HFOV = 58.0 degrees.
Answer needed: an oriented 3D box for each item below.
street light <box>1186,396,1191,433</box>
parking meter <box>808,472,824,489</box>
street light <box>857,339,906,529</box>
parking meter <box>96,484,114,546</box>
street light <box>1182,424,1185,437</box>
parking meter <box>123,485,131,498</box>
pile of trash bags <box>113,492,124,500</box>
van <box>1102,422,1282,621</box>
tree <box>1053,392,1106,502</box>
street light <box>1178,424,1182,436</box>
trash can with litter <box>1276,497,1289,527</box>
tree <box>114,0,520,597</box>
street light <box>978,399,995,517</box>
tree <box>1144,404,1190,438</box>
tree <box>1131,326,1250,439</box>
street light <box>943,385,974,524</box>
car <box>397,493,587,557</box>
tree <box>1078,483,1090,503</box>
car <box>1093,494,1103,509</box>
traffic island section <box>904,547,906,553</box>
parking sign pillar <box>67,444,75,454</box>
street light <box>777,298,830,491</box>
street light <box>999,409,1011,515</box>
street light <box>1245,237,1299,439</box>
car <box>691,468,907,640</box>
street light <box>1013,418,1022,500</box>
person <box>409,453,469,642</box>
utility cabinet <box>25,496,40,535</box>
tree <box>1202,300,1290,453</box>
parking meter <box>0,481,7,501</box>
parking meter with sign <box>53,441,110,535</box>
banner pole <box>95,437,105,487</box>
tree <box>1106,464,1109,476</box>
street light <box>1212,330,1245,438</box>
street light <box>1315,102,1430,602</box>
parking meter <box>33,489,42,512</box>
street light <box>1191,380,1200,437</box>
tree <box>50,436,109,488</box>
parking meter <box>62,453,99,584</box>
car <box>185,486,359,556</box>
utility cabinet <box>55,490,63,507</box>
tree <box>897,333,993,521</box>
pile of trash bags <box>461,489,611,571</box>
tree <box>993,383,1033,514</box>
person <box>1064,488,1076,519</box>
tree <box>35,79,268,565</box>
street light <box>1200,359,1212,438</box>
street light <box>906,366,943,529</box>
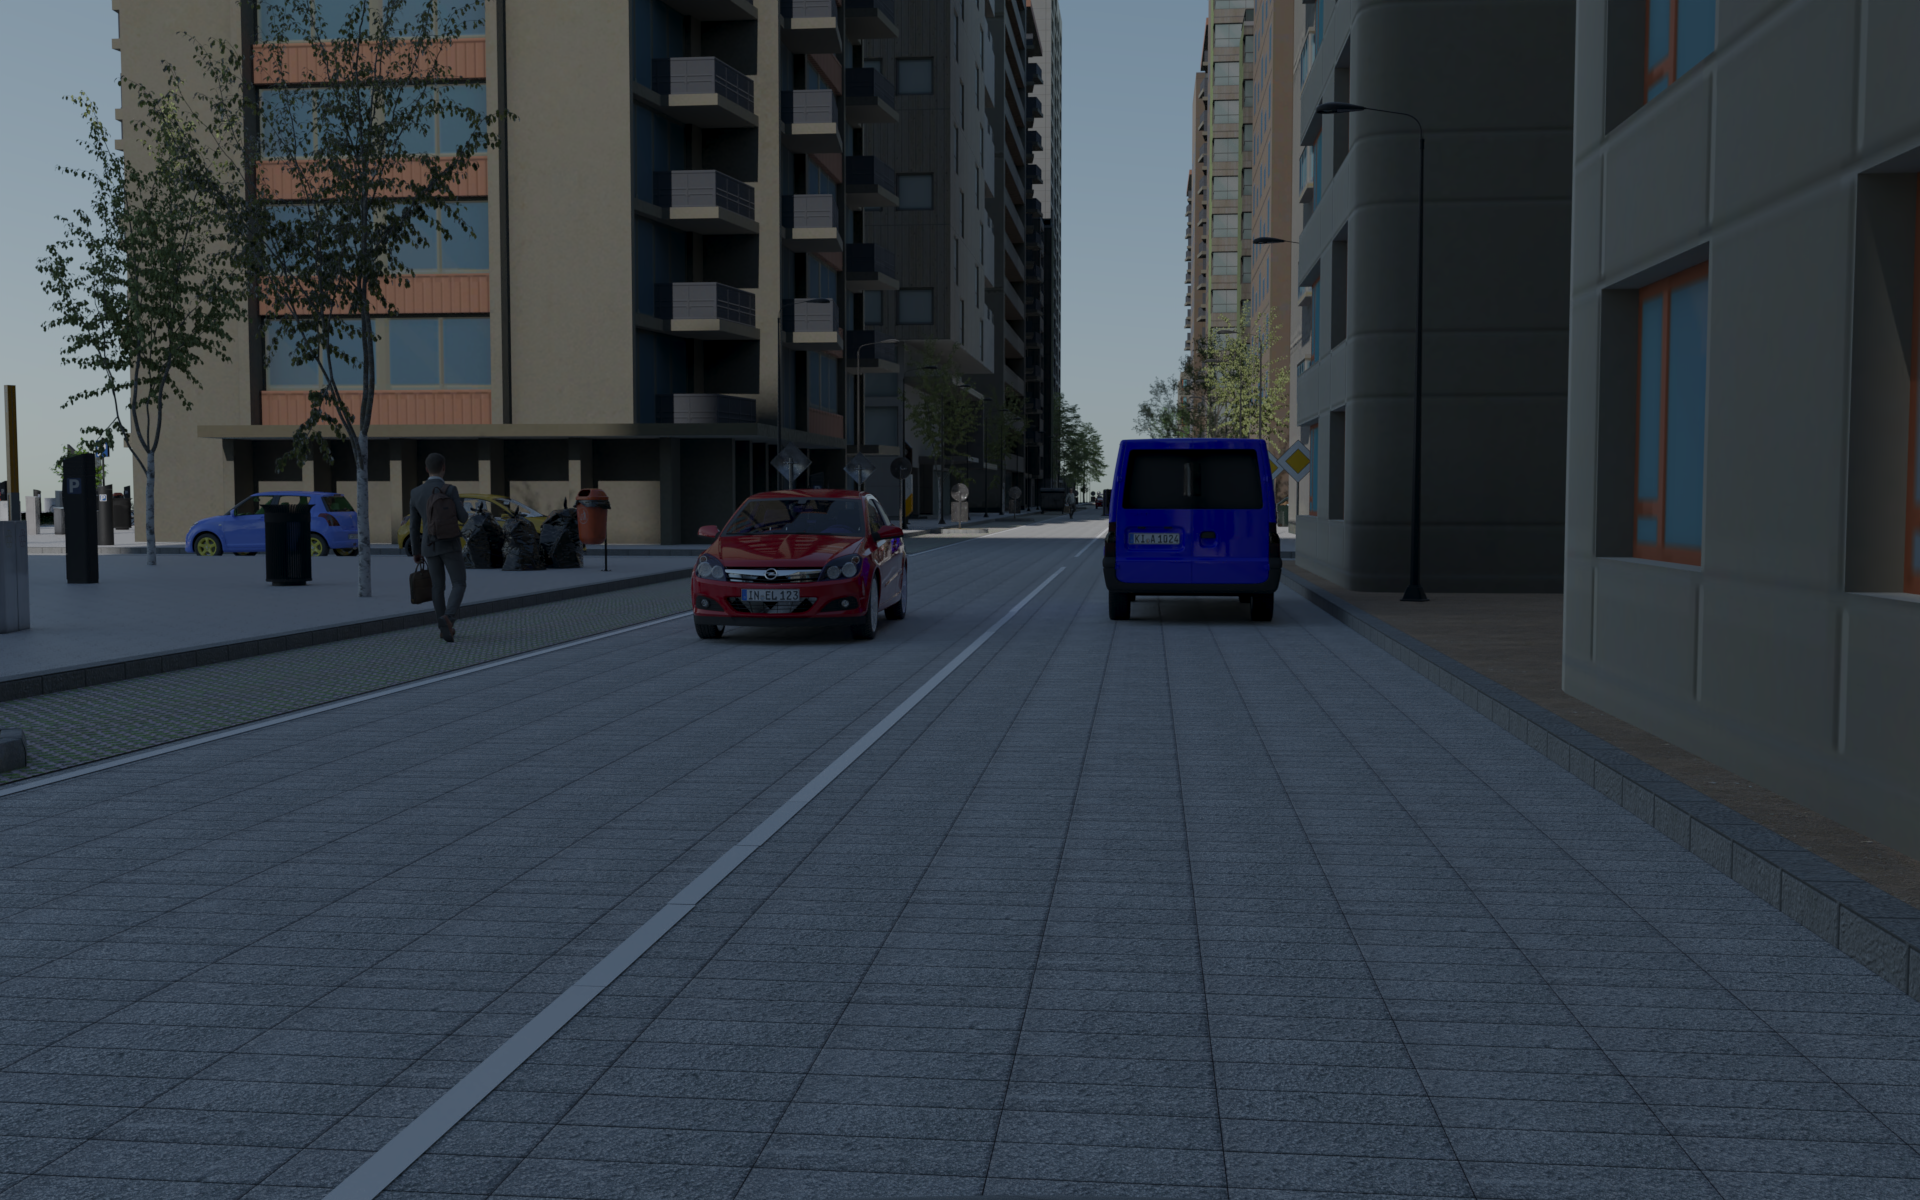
[{"bbox_3d":[11.530,-6.694,81.993,1.470,5.913,1.316,0,4,6],"label":"street light"},{"bbox_3d":[-3.828,-2.463,45.975,0.399,1.863,0.255,-1,4,-18],"label":"parking meter"},{"bbox_3d":[-2.519,-4.873,52.216,1.470,5.913,1.316,0,4,6],"label":"street light"},{"bbox_3d":[-21.358,-2.132,43.276,0.372,1.533,0.369,0,3,0],"label":"parking meter"},{"bbox_3d":[12.758,-7.348,92.675,1.470,5.913,1.316,0,4,6],"label":"street light"},{"bbox_3d":[-56.369,-6.821,117.230,0.399,1.863,0.255,0,4,-2],"label":"parking meter"},{"bbox_3d":[-43.421,-5.055,92.408,3.447,1.369,1.912,-3,5,-44],"label":"pile of trash bags"},{"bbox_3d":[2.815,-1.032,21.256,2.240,2.365,5.245,0,4,7],"label":"van"},{"bbox_3d":[10.525,-16.798,192.766,7.486,12.596,7.792,0,3,0],"label":"tree"},{"bbox_3d":[14.920,-8.668,114.259,1.470,5.913,1.316,0,4,6],"label":"street light"},{"bbox_3d":[12.395,-3.437,67.584,1.055,1.170,0.624,0,4,2],"label":"trash can with litter"},{"bbox_3d":[-7.664,-4.340,21.317,4.360,8.622,3.978,0,3,0],"label":"tree"},{"bbox_3d":[0.901,-6.836,84.314,1.470,5.913,1.316,0,4,6],"label":"street light"},{"bbox_3d":[24.907,-16.593,197.050,9.928,11.665,9.643,0,3,0],"label":"tree"},{"bbox_3d":[13.742,-9.946,97.021,8.767,10.594,7.601,0,4,7],"label":"tree"},{"bbox_3d":[-0.226,-6.182,73.621,1.470,5.913,1.316,0,4,6],"label":"street light"},{"bbox_3d":[-10.109,-1.674,37.593,3.980,1.641,2.015,0,4,6],"label":"car"},{"bbox_3d":[18.913,-16.391,262.596,1.663,3.219,1.824,0,3,0],"label":"tree"},{"bbox_3d":[14.019,-9.716,167.892,2.155,1.783,4.494,0,4,5],"label":"car"},{"bbox_3d":[-2.401,-1.153,41.139,2.009,0.180,2.903,0,4,6],"label":"traffic island section"},{"bbox_3d":[-47.541,-6.398,93.084,1.447,3.967,1.447,2,4,25],"label":"parking sign pillar"},{"bbox_3d":[-3.773,-4.202,41.248,1.470,5.913,1.316,0,4,6],"label":"street light"},{"bbox_3d":[1.974,-7.491,95.012,1.470,5.913,1.316,0,4,6],"label":"street light"},{"bbox_3d":[5.985,-3.600,31.394,1.470,5.913,1.316,0,4,6],"label":"street light"},{"bbox_3d":[-1.619,-0.575,18.440,2.155,1.783,4.494,0,4,4],"label":"car"},{"bbox_3d":[3.068,-8.145,105.708,1.470,5.913,1.316,0,4,6],"label":"street light"},{"bbox_3d":[-5.083,-0.516,16.899,0.622,1.834,0.822,0,4,1],"label":"person"},{"bbox_3d":[-29.582,-2.698,55.280,0.306,1.237,1.020,-1,4,-22],"label":"utility cabinet"},{"bbox_3d":[11.155,-7.114,66.682,4.737,8.622,4.395,0,3,0],"label":"tree"},{"bbox_3d":[-49.522,-5.152,89.949,0.399,1.863,0.255,-1,4,-14],"label":"parking meter"},{"bbox_3d":[-28.052,-3.610,55.283,0.543,3.016,1.738,2,4,25],"label":"parking meter with sign"},{"bbox_3d":[-37.934,-5.289,76.488,0.863,3.779,0.401,2,4,33],"label":"banner pole"},{"bbox_3d":[19.700,-21.647,272.049,7.486,12.596,7.792,0,3,0],"label":"tree"},{"bbox_3d":[7.948,-4.679,49.037,1.470,5.913,1.316,0,4,6],"label":"street light"},{"bbox_3d":[4.914,-2.942,20.651,1.470,5.913,1.316,0,4,6],"label":"street light"},{"bbox_3d":[-48.261,-5.027,90.607,0.372,1.533,0.369,0,3,0],"label":"parking meter"},{"bbox_3d":[10.268,-5.988,70.448,1.470,5.913,1.316,0,4,6],"label":"street light"},{"bbox_3d":[-29.345,-3.883,58.095,1.663,3.219,1.824,0,3,0],"label":"tree"},{"bbox_3d":[-12.620,-1.170,24.842,0.399,1.863,0.255,1,4,10],"label":"parking meter"},{"bbox_3d":[-14.909,-1.717,37.666,3.694,1.707,1.945,0,4,7],"label":"car"},{"bbox_3d":[-54.569,-5.914,105.375,0.318,1.500,1.173,0,4,1],"label":"utility cabinet"},{"bbox_3d":[-0.871,-7.836,78.488,4.737,8.622,4.395,0,3,0],"label":"tree"},{"bbox_3d":[-7.103,-1.211,29.558,3.447,1.369,1.912,3,5,41],"label":"pile of trash bags"},{"bbox_3d":[2.606,-9.932,112.756,4.737,8.622,4.395,0,3,0],"label":"tree"},{"bbox_3d":[6.372,-5.610,100.706,0.782,1.767,0.515,-3,4,-37],"label":"person"},{"bbox_3d":[-14.691,-4.949,31.271,4.737,8.622,4.395,0,3,0],"label":"tree"},{"bbox_3d":[9.118,-5.332,59.725,1.470,5.913,1.316,0,4,6],"label":"street light"},{"bbox_3d":[-1.500,-5.529,62.944,1.470,5.913,1.316,0,4,6],"label":"street light"}]
